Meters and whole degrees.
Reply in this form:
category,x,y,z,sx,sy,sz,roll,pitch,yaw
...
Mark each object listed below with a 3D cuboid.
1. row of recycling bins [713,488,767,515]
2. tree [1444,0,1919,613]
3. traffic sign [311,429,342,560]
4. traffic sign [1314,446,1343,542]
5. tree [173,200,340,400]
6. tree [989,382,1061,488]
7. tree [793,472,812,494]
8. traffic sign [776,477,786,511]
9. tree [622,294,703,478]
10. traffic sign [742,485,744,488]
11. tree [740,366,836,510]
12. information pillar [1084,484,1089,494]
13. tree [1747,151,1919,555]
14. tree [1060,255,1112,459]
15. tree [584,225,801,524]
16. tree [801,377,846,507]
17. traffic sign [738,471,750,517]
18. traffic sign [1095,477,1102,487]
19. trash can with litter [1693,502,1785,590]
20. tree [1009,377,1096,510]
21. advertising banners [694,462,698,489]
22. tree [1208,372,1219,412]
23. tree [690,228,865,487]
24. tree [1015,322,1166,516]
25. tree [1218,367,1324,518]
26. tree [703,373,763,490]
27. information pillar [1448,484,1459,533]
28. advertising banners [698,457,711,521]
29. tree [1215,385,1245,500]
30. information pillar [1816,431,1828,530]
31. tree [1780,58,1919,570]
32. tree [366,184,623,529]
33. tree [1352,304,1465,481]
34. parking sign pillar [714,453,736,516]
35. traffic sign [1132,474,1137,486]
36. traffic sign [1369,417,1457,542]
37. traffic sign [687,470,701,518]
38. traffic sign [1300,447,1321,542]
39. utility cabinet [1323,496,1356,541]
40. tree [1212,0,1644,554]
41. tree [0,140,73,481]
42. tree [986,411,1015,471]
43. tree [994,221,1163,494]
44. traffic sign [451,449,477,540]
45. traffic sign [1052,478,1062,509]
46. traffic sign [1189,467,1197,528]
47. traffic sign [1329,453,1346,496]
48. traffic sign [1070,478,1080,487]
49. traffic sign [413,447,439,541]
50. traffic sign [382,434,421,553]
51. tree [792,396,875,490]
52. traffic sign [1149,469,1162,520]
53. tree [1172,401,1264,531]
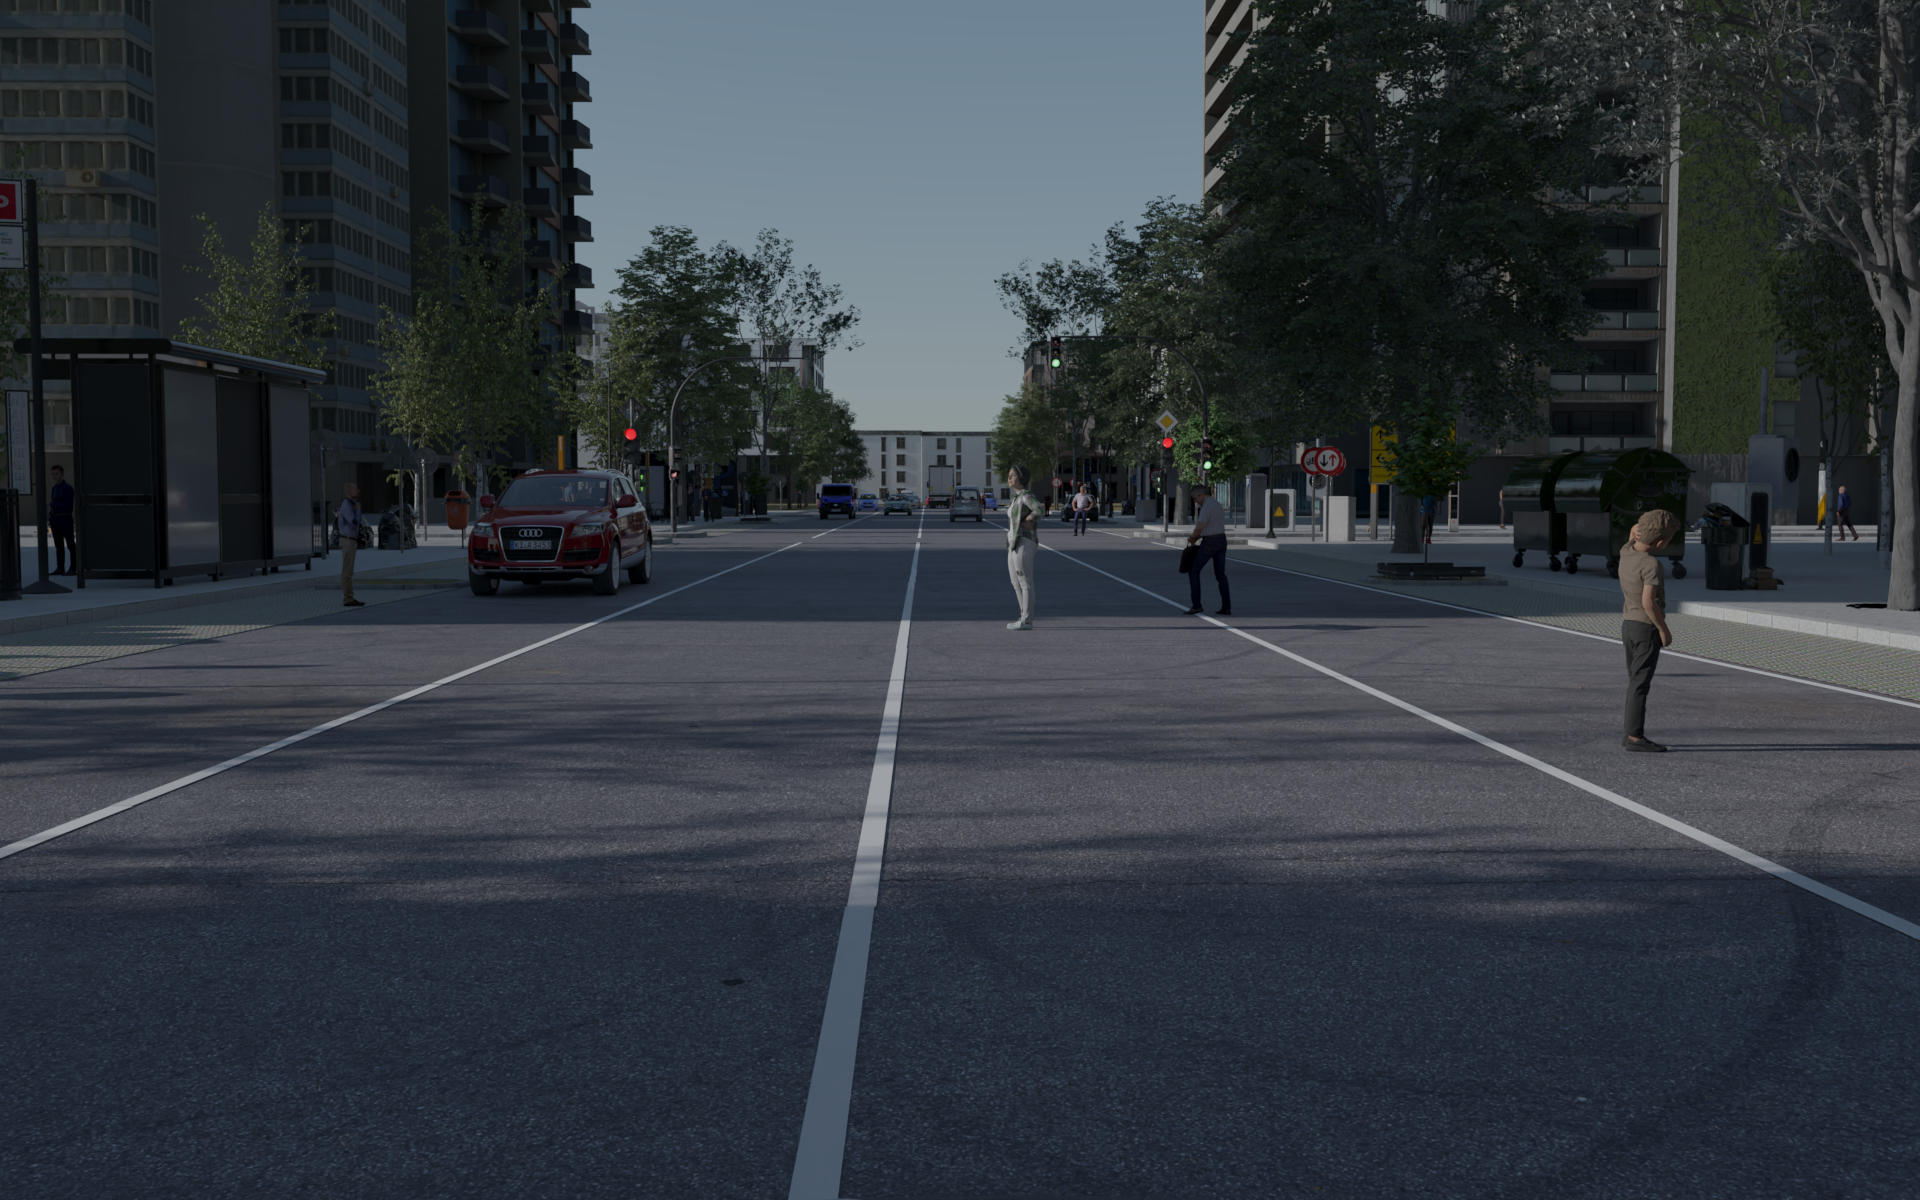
category,x,y,z,sx,sy,sz,roll,pitch,yaw
row of recycling bins,-13.578,-6.070,106.353,3.534,1.692,1.069,0,4,2
tree,10.474,-6.644,19.002,12.009,13.543,11.850,0,3,0
traffic sign,-12.428,-2.058,33.762,0.768,2.556,0.104,0,3,0
traffic sign,9.741,-2.800,45.884,0.768,2.556,0.104,0,4,3
tree,-17.993,-5.730,44.052,4.737,8.622,4.395,0,3,0
tree,7.116,-15.704,174.894,7.486,12.596,7.792,0,3,0
tree,-14.115,-9.819,155.141,1.663,3.219,1.824,0,3,0
traffic sign,-13.399,-7.918,129.569,0.768,2.556,0.104,0,4,5
tree,-12.767,-6.937,63.786,4.737,8.622,4.395,0,3,0
traffic sign,-13.581,-6.622,110.406,0.606,2.300,0.079,0,4,4
tree,-14.168,-13.214,141.797,9.928,11.665,9.643,0,3,0
information pillar,9.657,-7.799,132.002,0.304,2.012,0.304,-1,4,-21
tree,18.231,-5.226,35.815,4.737,8.622,4.395,0,3,0
tree,9.071,-10.082,71.496,9.857,13.997,8.962,0,3,0
tree,-12.168,-9.529,73.920,7.486,12.596,7.792,0,3,0
tree,-14.764,-15.165,166.080,7.486,12.596,7.792,0,3,0
traffic sign,-12.101,-5.940,97.228,0.768,2.556,0.104,0,4,7
traffic sign,10.708,-8.111,132.719,0.768,2.556,0.104,0,4,2
trash can with litter,10.464,-0.727,23.266,1.055,1.170,0.624,-1,4,-9
tree,7.353,-12.481,138.483,7.601,10.594,8.767,-2,4,-27
advertising banners,-13.543,-5.896,92.583,2.074,3.025,0.090,3,5,42
tree,14.508,-8.617,91.245,4.737,8.622,4.395,0,3,0
tree,-12.709,-16.234,121.320,12.611,20.169,13.585,0,3,0
tree,8.607,-10.834,102.894,9.928,11.665,9.643,0,3,0
tree,15.887,-8.228,84.891,4.737,8.622,4.395,0,3,0
tree,-13.823,-9.427,104.489,4.737,8.622,4.395,0,3,0
information pillar,16.497,-3.264,57.860,0.304,2.012,0.304,1,4,10
advertising banners,-12.069,-5.260,82.195,0.090,3.025,2.074,0,4,3
tree,16.063,-9.676,108.568,4.360,8.622,3.978,0,3,0
information pillar,30.687,-4.296,61.589,0.183,3.616,0.504,0,4,4
tree,15.626,-4.800,28.843,4.360,8.622,3.978,0,3,0
tree,-11.576,-5.618,42.219,4.737,8.622,4.395,0,3,0
tree,15.887,-6.746,60.655,4.360,8.622,3.978,0,3,0
parking sign pillar,-13.537,-6.811,99.834,1.447,3.967,1.447,0,4,-3
traffic sign,11.321,-6.753,110.521,0.768,2.556,0.104,0,4,1
traffic sign,11.966,-3.176,45.797,2.265,3.308,0.079,0,4,2
traffic sign,-13.929,-5.535,90.609,0.768,2.556,0.104,0,4,4
traffic sign,9.542,-2.851,46.718,0.768,2.556,0.104,0,4,0
utility cabinet,10.399,-2.220,47.456,0.306,1.237,1.020,-2,4,-29
tree,9.651,-7.984,37.189,9.857,13.997,8.962,0,3,0
tree,-19.395,-5.110,33.907,4.737,8.622,4.395,0,3,0
tree,6.471,-16.479,195.189,9.928,11.665,9.643,0,3,0
tree,8.693,-16.216,121.027,12.611,20.169,13.585,0,3,0
traffic sign,-13.976,-2.977,48.784,0.768,2.556,0.104,0,4,7
traffic sign,7.435,-8.145,133.273,0.768,2.556,0.104,0,4,4
traffic sign,8.831,-3.948,64.658,0.768,2.556,0.104,0,4,1
traffic sign,10.555,-3.004,49.226,0.768,2.556,0.104,0,4,-1
traffic sign,8.826,-8.122,132.905,0.768,2.556,0.104,0,4,5
traffic sign,-14.624,-2.888,47.320,0.768,2.556,0.104,0,4,4
traffic sign,-12.084,-2.290,37.450,0.884,2.594,0.081,0,4,7
tree,-14.572,-17.297,199.810,9.611,12.733,9.660,0,3,0
traffic sign,9.811,-5.285,86.507,0.768,2.556,0.104,1,4,9
tree,8.931,-4.745,61.295,4.285,4.588,4.351,0,3,0
